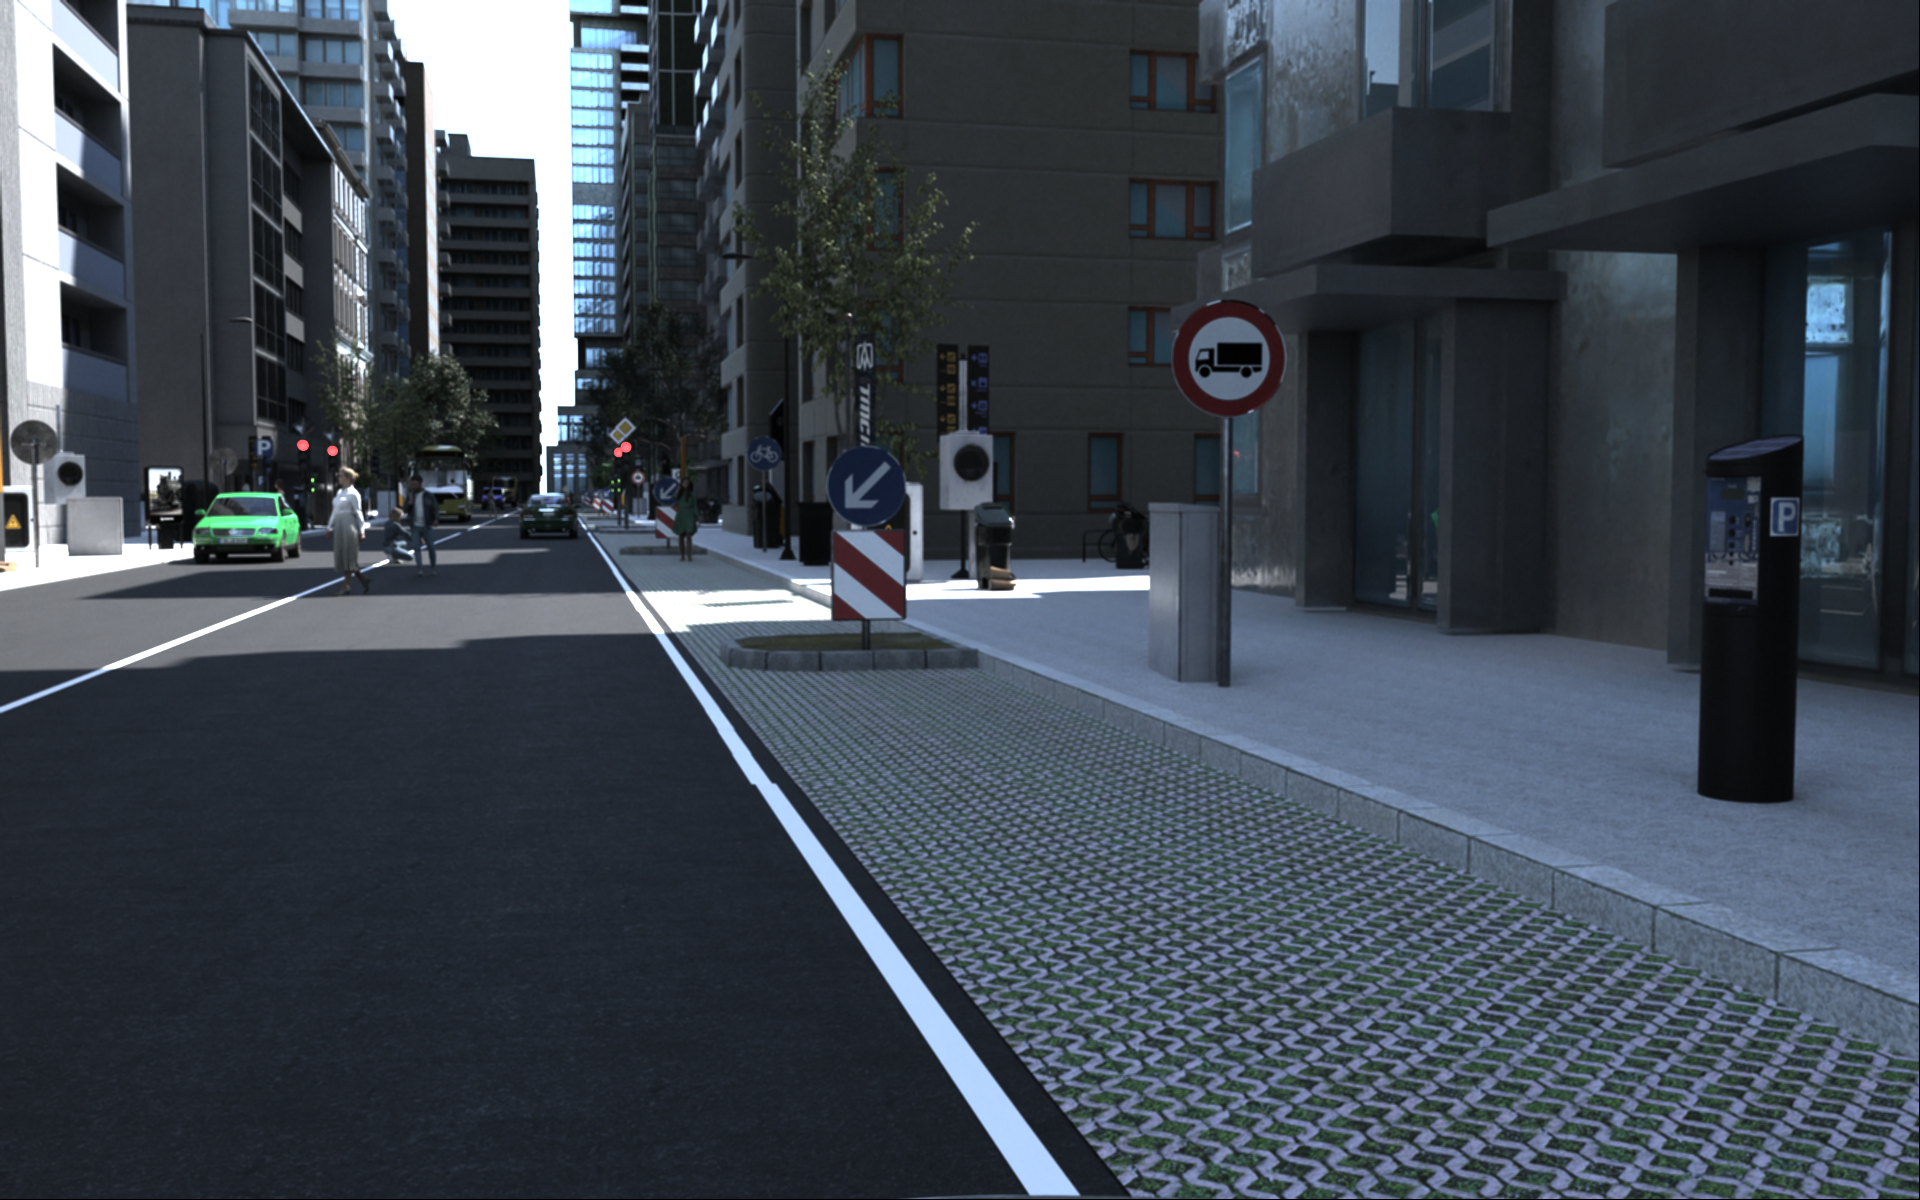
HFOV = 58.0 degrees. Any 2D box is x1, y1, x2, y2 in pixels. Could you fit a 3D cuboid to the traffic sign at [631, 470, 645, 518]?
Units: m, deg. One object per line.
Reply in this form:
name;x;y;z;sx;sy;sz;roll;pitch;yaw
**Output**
traffic sign;-17.353;-5.709;93.440;0.768;2.556;0.104;0;4;-4

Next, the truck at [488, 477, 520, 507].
truck;-51.433;-12.229;195.869;3.469;3.379;9.791;-1;4;-13

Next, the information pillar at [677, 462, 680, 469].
information pillar;-20.590;-8.316;127.322;0.504;3.616;0.183;-3;4;-37

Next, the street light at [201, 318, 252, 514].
street light;-19.361;-4.476;45.719;1.470;5.913;1.316;-1;4;-13

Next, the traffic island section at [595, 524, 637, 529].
traffic island section;-13.940;-2.982;71.029;2.009;0.180;2.903;-1;4;-13

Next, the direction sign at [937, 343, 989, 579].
direction sign;0.047;-2.099;26.316;0.876;3.537;0.379;-2;4;-27

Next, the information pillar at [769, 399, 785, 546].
information pillar;-4.494;-3.132;42.571;0.183;3.616;0.504;3;4;36

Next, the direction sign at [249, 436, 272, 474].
direction sign;-27.343;-4.632;67.726;0.876;3.537;0.379;0;4;2

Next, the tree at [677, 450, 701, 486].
tree;-21.100;-8.941;129.899;4.285;4.588;4.351;0;3;0

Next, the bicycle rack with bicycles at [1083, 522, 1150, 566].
bicycle rack with bicycles;3.746;-1.155;32.260;2.925;0.926;2.852;-2;4;-30

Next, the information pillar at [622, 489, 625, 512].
information pillar;-23.930;-8.083;123.509;0.183;3.616;0.504;3;4;37

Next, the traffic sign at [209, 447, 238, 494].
traffic sign;-20.131;-2.890;47.362;0.768;2.556;0.104;0;4;-4

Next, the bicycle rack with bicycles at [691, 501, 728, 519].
bicycle rack with bicycles;-13.058;-4.660;89.580;2.925;0.926;2.852;2;4;35

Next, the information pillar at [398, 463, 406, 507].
information pillar;-38.985;-7.936;121.109;0.504;3.616;0.183;-2;4;-27

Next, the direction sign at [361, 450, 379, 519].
direction sign;-30.214;-5.920;88.789;0.876;3.537;0.379;0;3;0

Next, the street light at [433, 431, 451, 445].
street light;-38.072;-9.462;127.252;1.470;5.913;1.316;-1;4;-13

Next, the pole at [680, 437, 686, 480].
pole;-9.833;-4.146;61.626;0.158;3.312;0.155;0;3;0

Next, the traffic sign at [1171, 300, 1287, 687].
traffic sign;1.763;-0.695;11.467;0.768;2.556;0.104;0;4;-4

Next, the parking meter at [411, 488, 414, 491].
parking meter;-34.787;-6.410;110.509;0.255;1.863;0.399;1;4;13

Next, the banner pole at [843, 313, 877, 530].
banner pole;-1.404;-2.074;23.923;0.401;3.779;0.863;-3;5;-40

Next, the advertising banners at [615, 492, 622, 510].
advertising banners;-26.836;-8.602;136.828;0.090;3.025;2.074;-2;4;-35

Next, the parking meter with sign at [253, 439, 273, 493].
parking meter with sign;-22.452;-3.637;55.721;0.543;3.016;1.738;-2;4;-27

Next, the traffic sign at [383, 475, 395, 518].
traffic sign;-30.293;-5.493;91.934;0.606;2.300;0.079;-1;4;-12

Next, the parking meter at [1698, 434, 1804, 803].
parking meter;3.339;0.067;7.321;0.372;1.533;0.369;0;3;0

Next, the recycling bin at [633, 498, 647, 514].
recycling bin;-20.320;-5.951;109.856;0.722;1.027;0.722;2;4;27

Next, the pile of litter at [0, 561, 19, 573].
pile of litter;-16.210;-0.895;28.596;1.176;0.858;1.719;-2;4;-32

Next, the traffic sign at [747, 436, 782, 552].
traffic sign;-4.319;-2.333;38.253;0.768;2.556;0.104;0;4;-5

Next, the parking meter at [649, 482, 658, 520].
parking meter;-15.111;-4.872;85.370;0.399;1.863;0.255;-2;4;-24

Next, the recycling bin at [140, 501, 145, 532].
recycling bin;-28.169;-2.826;58.765;0.722;1.027;0.722;0;4;3

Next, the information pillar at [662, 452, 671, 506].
information pillar;-16.241;-6.391;95.840;0.504;3.616;0.183;1;4;17

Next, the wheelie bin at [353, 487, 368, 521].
wheelie bin;-28.428;-4.515;81.723;0.980;1.594;0.693;-1;4;-15

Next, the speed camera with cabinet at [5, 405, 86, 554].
speed camera with cabinet;-20.303;-2.666;37.919;0.660;3.252;2.038;3;4;37

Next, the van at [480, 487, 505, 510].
van;-42.739;-9.431;158.576;2.240;2.365;5.245;-1;4;-13

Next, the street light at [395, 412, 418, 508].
street light;-31.449;-7.691;98.292;1.470;5.913;1.316;-1;4;-13

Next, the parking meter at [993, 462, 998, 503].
parking meter;0.565;-1.592;31.743;0.255;1.863;0.399;0;4;3

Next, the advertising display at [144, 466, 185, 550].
advertising display;-18.300;-2.119;39.861;0.123;1.923;0.974;2;4;26

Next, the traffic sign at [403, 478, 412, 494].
traffic sign;-34.872;-6.559;109.373;0.606;2.300;0.079;0;4;-5

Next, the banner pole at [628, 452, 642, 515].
banner pole;-19.412;-6.954;103.718;0.863;3.779;0.401;0;4;6

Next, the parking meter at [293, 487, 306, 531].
parking meter;-22.784;-3.139;59.736;0.372;1.533;0.369;0;3;0

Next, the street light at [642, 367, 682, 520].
street light;-10.752;-5.558;63.420;1.470;5.913;1.316;-1;4;-13

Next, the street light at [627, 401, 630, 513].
street light;-16.026;-6.959;86.326;1.470;5.913;1.316;-1;4;-13

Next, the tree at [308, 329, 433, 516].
tree;-27.268;-7.811;78.065;4.737;8.622;4.395;0;3;0

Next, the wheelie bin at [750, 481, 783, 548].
wheelie bin;-4.612;-2.032;41.137;0.693;1.594;0.980;-1;4;-20

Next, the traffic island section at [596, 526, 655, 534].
traffic island section;-12.150;-2.506;63.246;2.009;0.180;2.903;-1;4;-13

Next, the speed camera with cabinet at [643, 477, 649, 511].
speed camera with cabinet;-24.073;-8.504;133.373;0.660;3.252;2.038;-1;4;-8

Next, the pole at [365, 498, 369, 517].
pole;-33.749;-6.400;98.490;0.158;3.312;0.155;0;3;0

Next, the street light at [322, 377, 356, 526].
street light;-24.699;-5.895;68.919;1.470;5.913;1.316;-1;4;-13

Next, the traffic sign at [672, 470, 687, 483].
traffic sign;-11.438;-4.192;70.674;0.606;2.300;0.079;-1;4;-8

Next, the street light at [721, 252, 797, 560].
street light;-3.896;-3.733;33.584;1.470;5.913;1.316;-1;4;-13

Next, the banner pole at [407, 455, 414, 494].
banner pole;-35.614;-7.472;112.181;0.401;3.779;0.863;1;4;22

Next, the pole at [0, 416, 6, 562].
pole;-16.854;-2.228;30.265;0.158;3.312;0.155;0;3;0

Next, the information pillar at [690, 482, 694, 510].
information pillar;-16.299;-6.130;104.719;0.304;2.012;0.304;-3;5;-44

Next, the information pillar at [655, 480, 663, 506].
information pillar;-15.595;-5.212;89.707;0.304;2.012;0.304;-2;4;-25

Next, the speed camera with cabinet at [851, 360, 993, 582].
speed camera with cabinet;-0.569;-1.897;25.350;2.038;3.252;0.660;-1;4;-16

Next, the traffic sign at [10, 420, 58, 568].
traffic sign;-15.945;-1.820;29.855;0.768;2.556;0.104;-1;4;-9

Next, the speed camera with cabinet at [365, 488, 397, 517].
speed camera with cabinet;-32.543;-6.257;96.635;2.038;3.252;0.660;-1;4;-10
